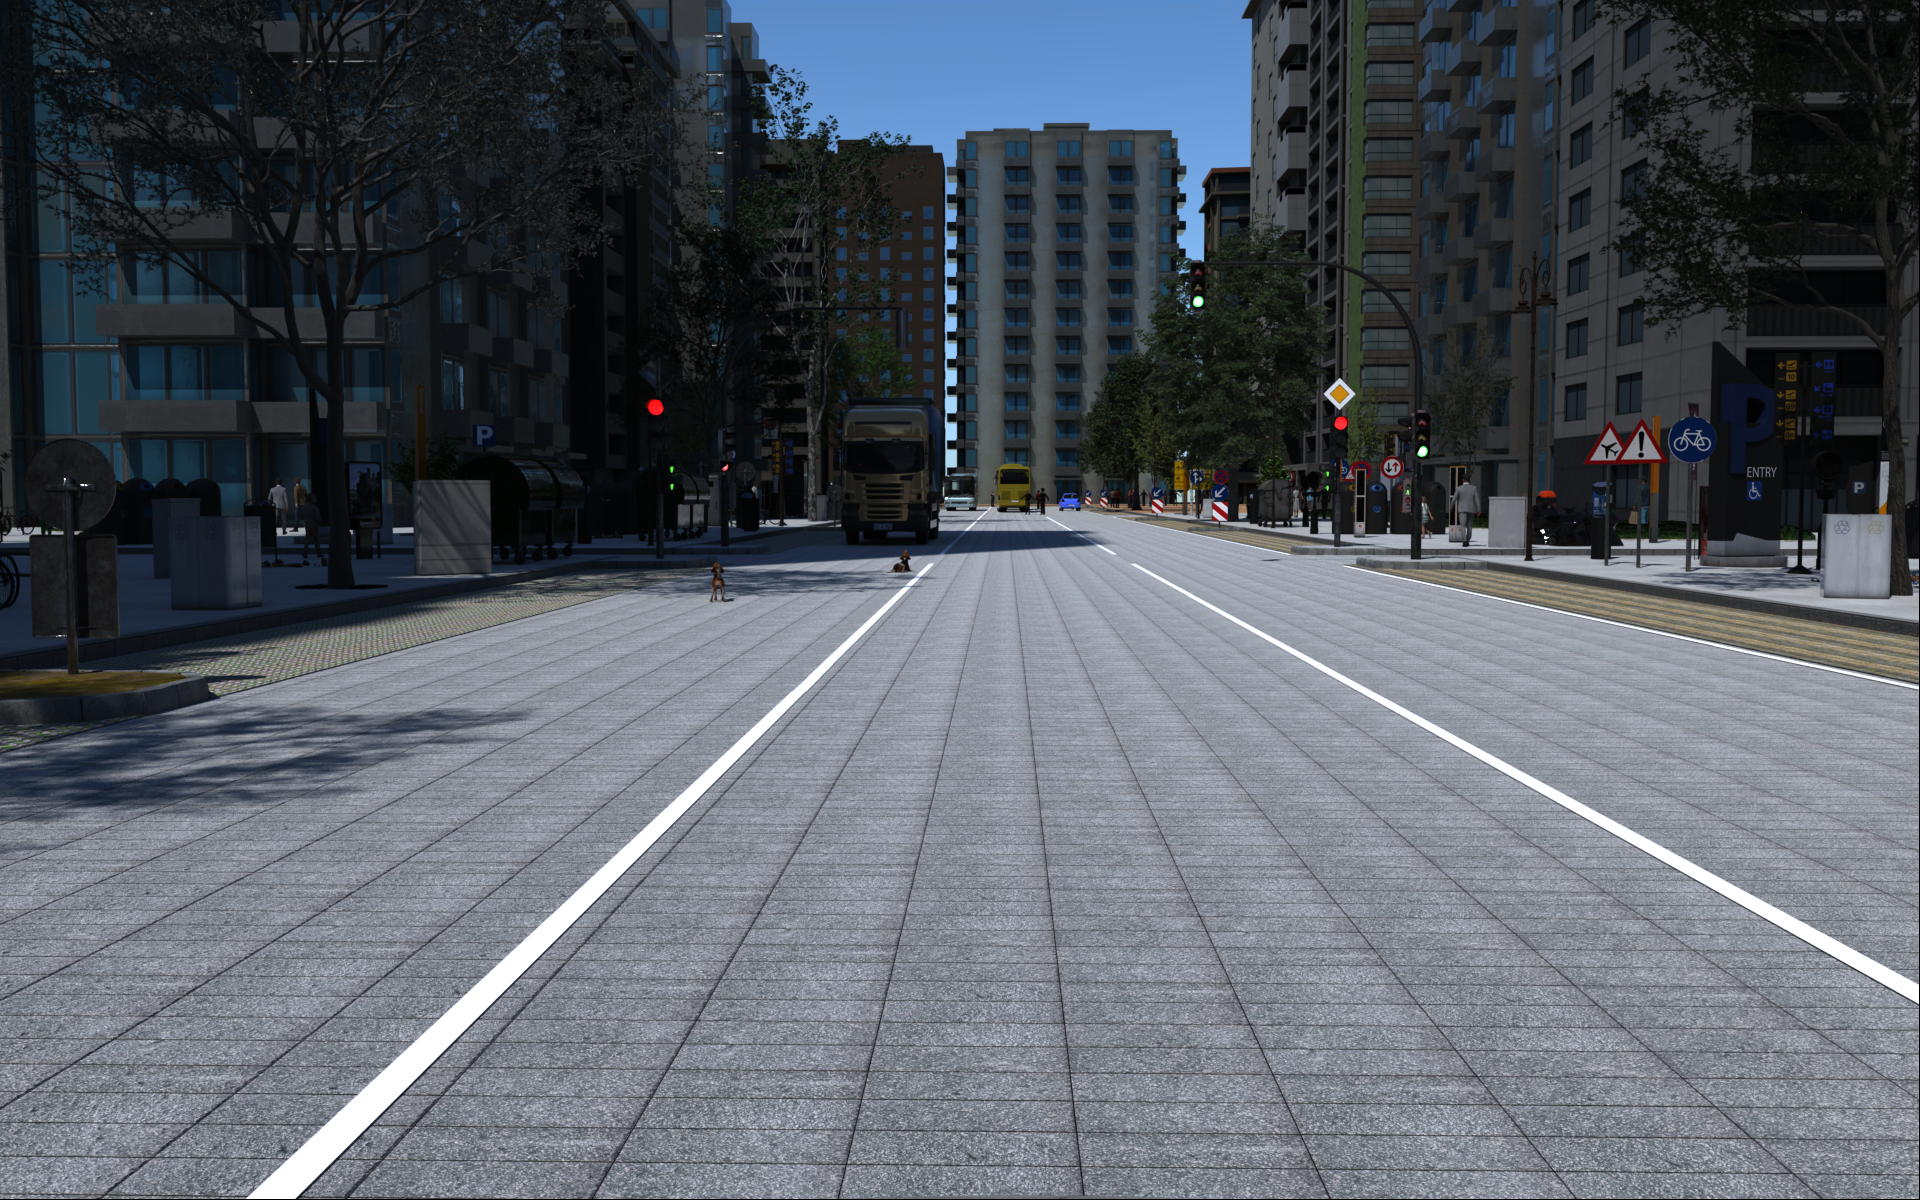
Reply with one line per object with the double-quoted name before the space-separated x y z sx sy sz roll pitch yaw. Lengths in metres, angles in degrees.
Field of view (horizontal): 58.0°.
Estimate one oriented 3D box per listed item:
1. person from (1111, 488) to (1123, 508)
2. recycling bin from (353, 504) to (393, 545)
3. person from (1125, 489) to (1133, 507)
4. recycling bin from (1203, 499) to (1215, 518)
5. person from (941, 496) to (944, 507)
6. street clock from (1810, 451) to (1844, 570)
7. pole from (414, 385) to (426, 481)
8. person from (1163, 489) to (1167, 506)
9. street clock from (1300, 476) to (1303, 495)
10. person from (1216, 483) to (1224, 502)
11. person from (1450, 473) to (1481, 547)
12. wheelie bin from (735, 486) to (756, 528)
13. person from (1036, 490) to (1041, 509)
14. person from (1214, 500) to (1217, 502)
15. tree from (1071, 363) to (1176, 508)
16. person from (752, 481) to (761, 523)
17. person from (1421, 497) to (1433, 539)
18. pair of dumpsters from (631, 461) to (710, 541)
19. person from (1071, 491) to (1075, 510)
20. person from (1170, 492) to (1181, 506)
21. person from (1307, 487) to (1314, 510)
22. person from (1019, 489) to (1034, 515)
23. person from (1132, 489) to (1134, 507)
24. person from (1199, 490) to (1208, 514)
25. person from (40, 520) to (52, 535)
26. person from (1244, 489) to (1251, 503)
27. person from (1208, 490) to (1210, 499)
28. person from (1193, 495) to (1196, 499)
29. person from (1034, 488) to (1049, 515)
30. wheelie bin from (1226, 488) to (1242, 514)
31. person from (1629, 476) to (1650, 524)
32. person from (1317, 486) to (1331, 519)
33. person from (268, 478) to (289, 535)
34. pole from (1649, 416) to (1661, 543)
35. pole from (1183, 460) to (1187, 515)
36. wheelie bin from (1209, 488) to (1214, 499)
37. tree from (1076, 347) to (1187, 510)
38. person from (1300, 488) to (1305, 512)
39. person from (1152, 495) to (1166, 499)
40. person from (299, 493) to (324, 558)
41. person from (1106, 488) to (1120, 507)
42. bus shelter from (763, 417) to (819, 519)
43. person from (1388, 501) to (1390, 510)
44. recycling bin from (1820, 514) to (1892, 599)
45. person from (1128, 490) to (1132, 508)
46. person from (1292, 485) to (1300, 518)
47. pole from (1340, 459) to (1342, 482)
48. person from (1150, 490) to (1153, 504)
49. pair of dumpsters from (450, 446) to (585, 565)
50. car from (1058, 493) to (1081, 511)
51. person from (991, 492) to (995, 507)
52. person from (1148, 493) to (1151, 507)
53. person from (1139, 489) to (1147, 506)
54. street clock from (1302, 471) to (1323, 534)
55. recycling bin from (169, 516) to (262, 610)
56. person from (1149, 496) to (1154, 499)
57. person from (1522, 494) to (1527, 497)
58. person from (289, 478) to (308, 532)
"person" 14.371 -9.324 158.436 1.348 1.831 0.705 -2 4 -30
"recycling bin" -14.965 -1.932 44.135 0.722 1.027 0.722 1 4 22
"person" 15.904 -9.437 161.059 1.217 1.743 0.721 2 4 28
"recycling bin" 13.530 -4.924 93.062 0.722 1.027 0.722 2 4 34
"person" -1.734 -9.924 173.983 0.421 1.427 0.697 -1 4 -22
"street clock" 14.655 -1.514 29.324 0.471 2.002 0.358 0 4 5
"pole" -10.151 -2.371 32.610 0.158 3.312 0.155 0 3 0
"person" 22.413 -11.188 189.105 0.705 1.807 1.348 0 4 -2
"street clock" 13.413 -3.828 67.153 0.358 2.002 0.471 -2 4 -32
"person" 12.178 -4.591 81.380 0.520 1.790 0.573 3 5 45
"person" 12.358 -2.202 42.318 0.678 1.792 0.850 0 4 7
"wheelie bin" -8.073 -3.498 65.102 0.980 1.594 0.693 3 5 43
"person" 7.597 -9.698 167.008 0.705 1.831 1.348 -2 4 -25
"person" 13.034 -4.925 86.840 0.850 1.792 0.678 0 4 1
"tree" 15.171 -15.027 156.060 12.009 13.543 11.850 0 3 0
"person" -9.088 -4.281 75.881 0.795 1.843 0.661 0 4 3
"person" 13.258 -2.346 49.421 0.382 1.210 0.505 3 5 41
"pair of dumpsters" -8.153 -2.835 48.852 1.574 2.255 4.437 0 4 2
"person" 10.291 -9.164 159.114 0.721 1.735 1.217 1 4 18
"person" 23.116 -10.942 185.763 1.217 1.723 0.721 0 4 -6
"person" 21.376 -6.106 105.738 0.638 1.841 0.748 -1 4 -16
"person" 4.690 -6.850 121.017 1.217 1.766 0.721 -2 4 -24
"person" 15.438 -8.987 153.898 0.530 1.710 0.541 -1 4 -9
"person" 15.776 -6.540 112.751 0.755 1.850 0.659 0 4 0
"person" -23.814 -2.129 45.094 0.306 1.304 0.590 -3 4 -37
"person" 32.134 -11.391 191.909 1.348 1.869 0.705 1 4 9
"person" 27.755 -11.411 192.576 0.705 1.831 1.348 0 4 4
"person" 23.467 -9.912 171.371 1.065 1.426 0.557 3 5 44
"person" 5.674 -6.803 119.364 1.348 1.869 0.705 -3 5 -39
"wheelie bin" 13.356 -4.722 85.112 0.980 1.594 0.693 1 4 15
"person" 20.630 -2.832 52.338 0.794 1.824 0.713 0 4 -2
"person" 18.902 -5.132 89.728 0.659 1.850 0.755 1 4 22
"person" -21.438 -2.948 54.510 0.678 1.792 0.850 0 4 -6
"pole" 18.191 -3.150 45.343 0.158 3.312 0.155 0 3 0
"pole" 13.581 -6.775 104.608 0.158 3.312 0.155 0 3 0
"wheelie bin" 14.487 -5.498 97.798 0.980 1.594 0.693 2 4 26
"tree" 13.733 -13.353 135.322 9.611 12.733 9.660 0 3 0
"person" 23.942 -6.974 120.789 0.721 1.735 1.217 1 4 16
"person" 19.188 -9.859 167.194 1.348 1.831 0.705 -1 4 -9
"person" -13.038 -1.496 34.775 0.475 1.303 0.640 0 4 7
"person" 14.618 -9.773 165.838 1.348 1.823 0.705 1 4 15
"bus shelter" -9.107 -7.062 93.103 2.179 5.291 8.768 0 4 1
"person" 25.108 -5.806 100.883 0.656 1.842 0.836 2 4 29
"recycling bin" 11.123 -0.548 21.519 0.722 1.027 0.722 1 4 22
"person" 15.208 -9.007 154.775 0.415 1.643 0.593 -2 4 -29
"person" 18.232 -5.362 94.285 0.480 1.755 0.524 -2 4 -33
"pole" 12.705 -3.928 58.071 0.158 3.312 0.155 0 3 0
"person" 19.876 -10.575 179.870 0.530 1.710 0.541 0 4 4
"pair of dumpsters" -8.476 -1.887 33.344 1.574 2.255 4.437 0 4 1
"car" 9.354 -8.445 147.672 1.945 1.707 3.694 0 4 0
"person" 3.636 -11.224 192.816 0.445 1.727 0.742 1 4 13
"person" 19.226 -10.108 174.526 0.599 1.433 0.991 3 5 42
"person" 19.450 -10.852 183.498 0.705 1.821 1.348 -3 4 -36
"street clock" 11.350 -3.111 55.439 0.358 2.002 0.471 -3 5 -41
"recycling bin" -8.360 -0.423 19.469 0.722 1.027 0.722 0 4 7
"person" 13.643 -7.035 121.798 0.721 1.736 1.217 2 4 34
"person" 23.821 -3.860 73.425 0.425 1.301 0.394 -1 4 -20
"person" -22.399 -3.240 58.921 0.836 1.842 0.656 -1 4 -14
